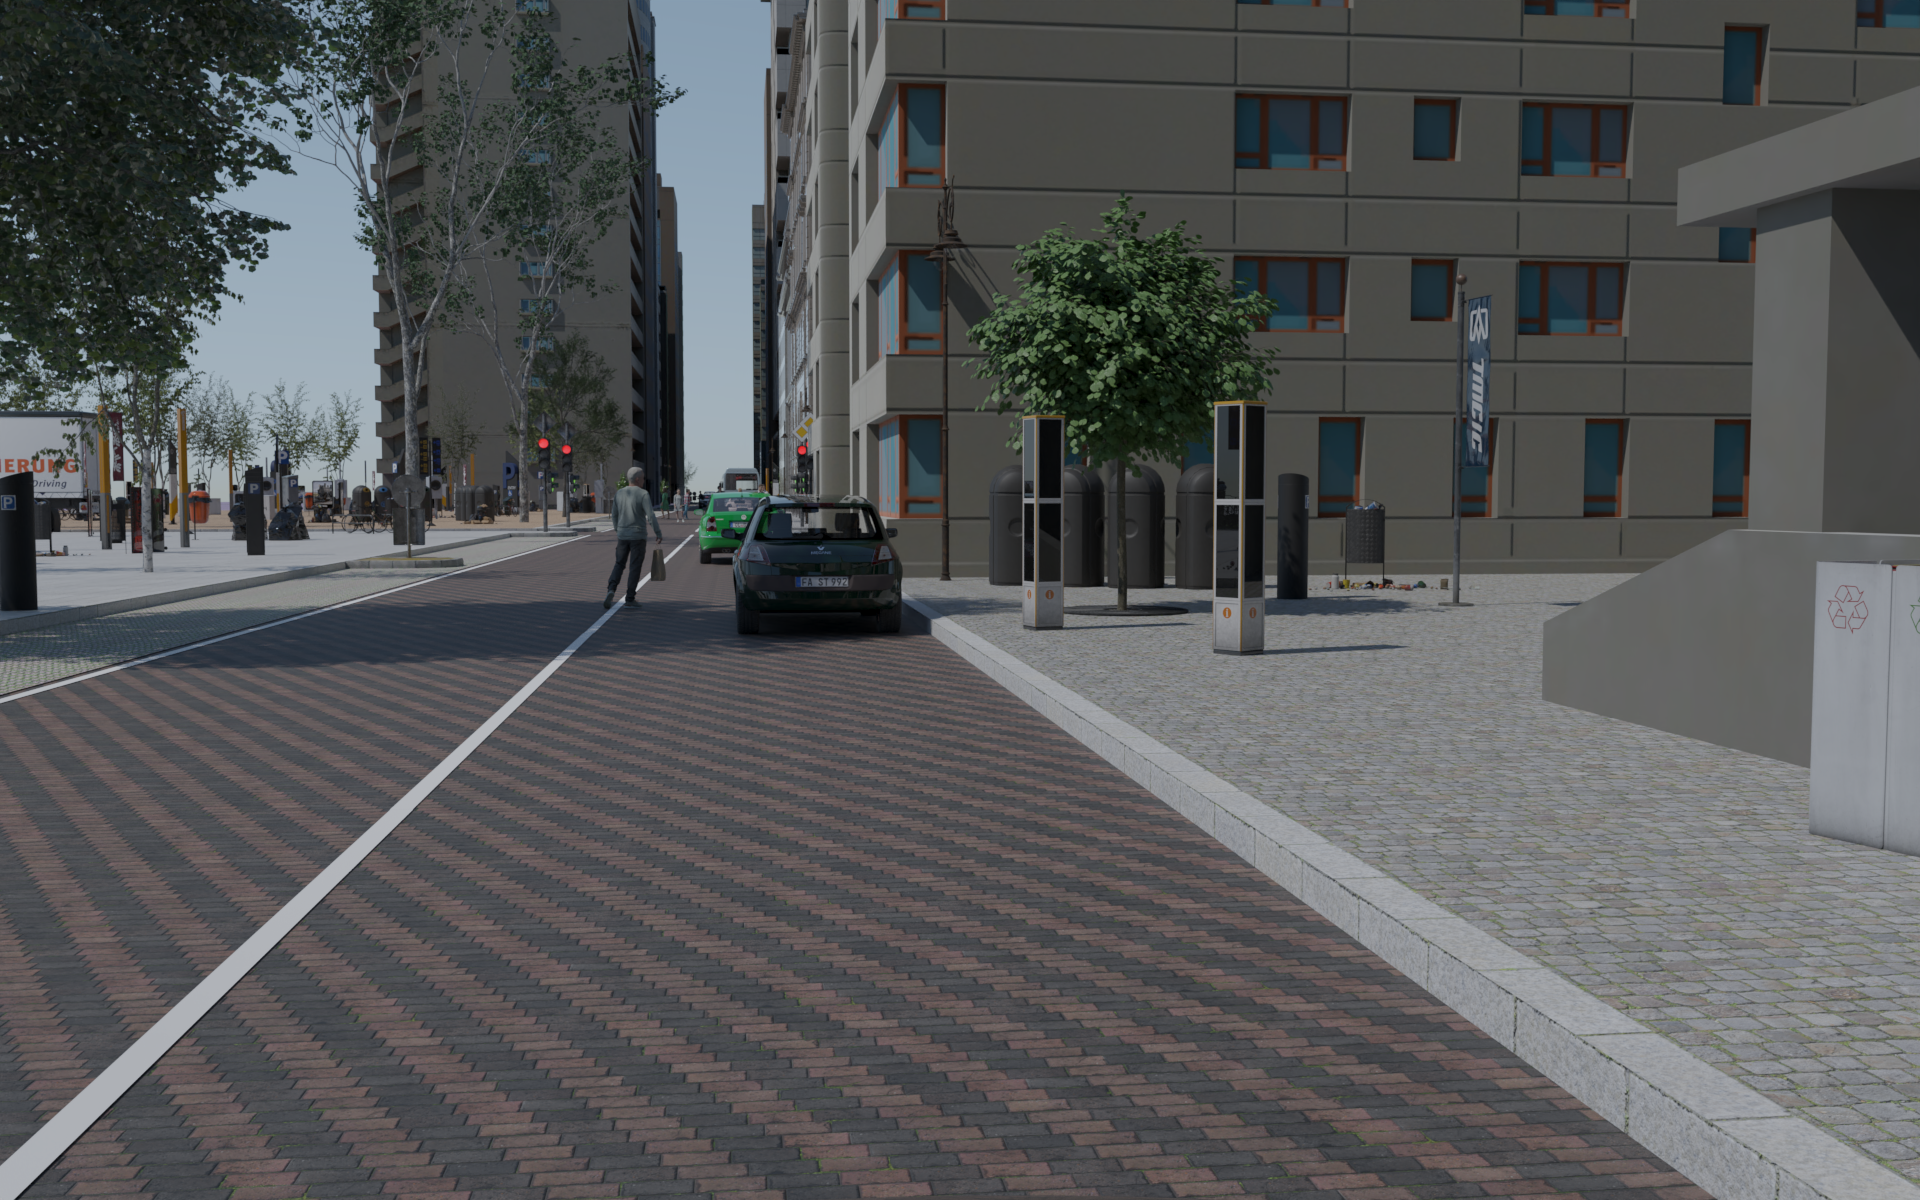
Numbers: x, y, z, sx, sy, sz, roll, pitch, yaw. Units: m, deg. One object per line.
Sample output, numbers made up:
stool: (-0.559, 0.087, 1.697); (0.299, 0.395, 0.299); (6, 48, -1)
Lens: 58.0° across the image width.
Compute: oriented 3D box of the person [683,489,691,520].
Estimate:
person: (-15.402, -5.392, 97.493); (0.643, 1.720, 0.563); (-2, 4, -24)

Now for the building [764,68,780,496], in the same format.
building: (-13.221, -32.424, 180.246); (14.600, 45.320, 14.200); (0, 4, -7)

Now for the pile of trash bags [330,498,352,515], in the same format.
pile of trash bags: (-36.781, -5.633, 101.848); (3.447, 1.369, 1.912); (0, 4, -5)

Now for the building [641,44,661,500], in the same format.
building: (-37.437, -31.763, 169.431); (14.600, 45.320, 14.200); (0, 4, -7)

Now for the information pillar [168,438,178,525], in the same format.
information pillar: (-33.081, -4.981, 72.792); (0.183, 3.616, 0.504); (1, 4, 9)

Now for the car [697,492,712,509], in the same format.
car: (-24.156, -9.542, 165.793); (2.009, 1.686, 4.222); (-1, 4, -9)

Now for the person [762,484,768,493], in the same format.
person: (-8.197, -3.883, 72.085); (0.679, 1.850, 0.850); (3, 4, 37)

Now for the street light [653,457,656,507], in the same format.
street light: (-31.290, -12.463, 176.564); (0.468, 5.910, 1.993); (0, 4, -7)

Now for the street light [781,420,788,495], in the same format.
street light: (-10.937, -8.273, 108.054); (0.468, 5.910, 1.993); (0, 4, -7)

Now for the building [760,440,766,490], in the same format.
building: (-12.118, -54.386, 201.876); (22.319, 86.520, 31.000); (0, 4, -7)

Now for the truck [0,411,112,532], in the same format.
truck: (-35.309, -4.298, 59.183); (11.283, 4.237, 2.839); (0, 4, -5)

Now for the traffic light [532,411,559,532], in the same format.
traffic light: (-13.985, -4.250, 58.416); (0.839, 4.253, 0.868); (0, 4, -7)

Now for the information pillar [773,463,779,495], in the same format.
information pillar: (-13.713, -8.418, 128.993); (0.504, 3.616, 0.183); (2, 4, 26)

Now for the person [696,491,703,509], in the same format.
person: (-25.809, -9.930, 171.382); (0.750, 1.759, 0.617); (-2, 4, -34)

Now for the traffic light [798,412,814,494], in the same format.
traffic light: (-5.149, -4.321, 59.572); (0.839, 4.253, 0.868); (0, 4, -7)

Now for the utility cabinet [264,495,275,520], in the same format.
utility cabinet: (-34.765, -4.631, 86.882); (1.020, 1.237, 0.306); (3, 5, 40)

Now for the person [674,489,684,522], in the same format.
person: (-14.372, -4.833, 88.528); (0.512, 1.701, 0.522); (-1, 4, -20)

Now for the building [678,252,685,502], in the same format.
building: (-52.463, -36.673, 283.196); (14.154, 41.232, 14.086); (0, 4, -7)

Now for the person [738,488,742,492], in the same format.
person: (-12.743, -5.607, 100.533); (0.624, 1.780, 0.694); (2, 4, 32)

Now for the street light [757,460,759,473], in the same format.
street light: (-25.075, -14.960, 217.381); (0.468, 5.910, 1.993); (0, 4, -7)

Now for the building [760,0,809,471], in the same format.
building: (-3.659, -34.924, 160.240); (28.713, 52.752, 27.495); (0, 4, -7)

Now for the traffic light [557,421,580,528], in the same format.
traffic light: (-15.010, -4.735, 66.335); (0.839, 4.253, 0.868); (0, 4, -7)

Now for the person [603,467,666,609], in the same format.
person: (-4.039, -0.774, 21.633); (0.782, 1.767, 0.515); (1, 4, 22)

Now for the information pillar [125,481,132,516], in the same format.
information pillar: (-47.749, -5.813, 99.538); (0.304, 2.012, 0.304); (-2, 4, -34)

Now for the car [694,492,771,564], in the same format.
car: (-4.693, -1.726, 37.022); (1.959, 1.807, 4.718); (-1, 4, -9)

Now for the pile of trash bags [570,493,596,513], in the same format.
pile of trash bags: (-25.691, -6.647, 118.426); (1.912, 1.369, 3.447); (1, 4, 14)

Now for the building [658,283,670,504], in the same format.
building: (-46.077, -28.024, 229.890); (14.160, 30.474, 14.107); (0, 4, -7)

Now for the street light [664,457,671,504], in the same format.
street light: (-35.898, -14.581, 211.184); (0.468, 5.910, 1.993); (0, 4, -7)

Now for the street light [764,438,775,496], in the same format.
street light: (-16.439, -10.810, 149.533); (0.468, 5.910, 1.993); (0, 4, -7)

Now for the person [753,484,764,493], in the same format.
person: (-8.029, -3.709, 69.113); (0.622, 1.834, 0.822); (-3, 5, -44)

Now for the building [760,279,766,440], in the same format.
building: (-19.861, -28.249, 233.565); (14.160, 30.474, 14.107); (0, 4, -7)

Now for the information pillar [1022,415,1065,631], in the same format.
information pillar: (0.787, -0.726, 16.357); (0.304, 2.012, 0.304); (-1, 4, -23)

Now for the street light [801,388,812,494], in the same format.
street light: (-6.561, -6.188, 73.969); (0.468, 5.910, 1.993); (0, 4, -7)

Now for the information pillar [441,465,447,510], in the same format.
information pillar: (-41.280, -9.005, 138.591); (0.504, 3.616, 0.183); (-1, 4, -20)

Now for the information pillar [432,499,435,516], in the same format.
information pillar: (-30.616, -5.869, 100.448); (0.304, 2.012, 0.304); (-2, 4, -25)

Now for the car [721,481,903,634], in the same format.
car: (-1.640, -0.576, 19.205); (2.009, 1.686, 4.222); (0, 4, -8)

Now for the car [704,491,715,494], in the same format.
car: (-33.280, -13.570, 230.545); (2.281, 1.827, 5.304); (0, 4, -8)

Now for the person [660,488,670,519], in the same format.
person: (-16.805, -5.502, 98.710); (0.529, 1.795, 0.600); (1, 4, 9)

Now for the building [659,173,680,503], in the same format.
building: (-46.943, -36.363, 244.649); (14.600, 45.320, 14.200); (0, 4, -7)

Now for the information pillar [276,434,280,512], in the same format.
information pillar: (-26.446, -4.636, 67.153); (0.183, 3.616, 0.504); (-1, 4, -18)

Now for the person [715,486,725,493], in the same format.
person: (-11.712, -4.706, 85.244); (0.655, 1.846, 0.447); (-3, 4, -39)

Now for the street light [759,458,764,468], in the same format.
street light: (-20.704, -12.871, 183.224); (0.468, 5.910, 1.993); (0, 4, -7)

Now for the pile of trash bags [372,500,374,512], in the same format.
pile of trash bags: (-44.215, -7.217, 127.744); (3.447, 1.369, 1.912); (0, 4, 6)

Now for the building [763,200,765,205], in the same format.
building: (-20.614, -39.838, 270.966); (23.786, 49.044, 30.456); (0, 4, -7)

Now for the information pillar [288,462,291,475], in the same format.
information pillar: (-48.938, -8.246, 126.180); (0.183, 3.616, 0.504); (3, 5, 41)

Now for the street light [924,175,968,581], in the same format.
street light: (-0.214, -3.224, 25.494); (0.468, 5.910, 1.993); (0, 4, -7)

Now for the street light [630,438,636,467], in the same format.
street light: (-26.976, -10.403, 142.879); (0.468, 5.910, 1.993); (0, 4, -7)

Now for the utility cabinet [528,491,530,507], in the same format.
utility cabinet: (-35.179, -7.986, 139.257); (1.173, 1.500, 0.318); (1, 4, 16)

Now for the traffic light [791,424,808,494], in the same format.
traffic light: (-6.175, -4.806, 67.491); (0.839, 4.253, 0.868); (0, 4, -7)

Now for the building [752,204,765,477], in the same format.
building: (-22.514, -34.464, 247.082); (14.154, 41.232, 14.086); (0, 4, -7)

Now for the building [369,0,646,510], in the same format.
building: (-38.898, -32.214, 150.408); (21.300, 48.544, 21.600); (0, 4, -7)

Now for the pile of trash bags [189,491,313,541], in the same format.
pile of trash bags: (-19.954, -2.367, 48.451); (3.447, 1.369, 1.912); (0, 4, 6)

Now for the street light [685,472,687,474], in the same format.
street light: (-46.458, -19.624, 293.638); (0.468, 5.910, 1.993); (0, 4, -7)
